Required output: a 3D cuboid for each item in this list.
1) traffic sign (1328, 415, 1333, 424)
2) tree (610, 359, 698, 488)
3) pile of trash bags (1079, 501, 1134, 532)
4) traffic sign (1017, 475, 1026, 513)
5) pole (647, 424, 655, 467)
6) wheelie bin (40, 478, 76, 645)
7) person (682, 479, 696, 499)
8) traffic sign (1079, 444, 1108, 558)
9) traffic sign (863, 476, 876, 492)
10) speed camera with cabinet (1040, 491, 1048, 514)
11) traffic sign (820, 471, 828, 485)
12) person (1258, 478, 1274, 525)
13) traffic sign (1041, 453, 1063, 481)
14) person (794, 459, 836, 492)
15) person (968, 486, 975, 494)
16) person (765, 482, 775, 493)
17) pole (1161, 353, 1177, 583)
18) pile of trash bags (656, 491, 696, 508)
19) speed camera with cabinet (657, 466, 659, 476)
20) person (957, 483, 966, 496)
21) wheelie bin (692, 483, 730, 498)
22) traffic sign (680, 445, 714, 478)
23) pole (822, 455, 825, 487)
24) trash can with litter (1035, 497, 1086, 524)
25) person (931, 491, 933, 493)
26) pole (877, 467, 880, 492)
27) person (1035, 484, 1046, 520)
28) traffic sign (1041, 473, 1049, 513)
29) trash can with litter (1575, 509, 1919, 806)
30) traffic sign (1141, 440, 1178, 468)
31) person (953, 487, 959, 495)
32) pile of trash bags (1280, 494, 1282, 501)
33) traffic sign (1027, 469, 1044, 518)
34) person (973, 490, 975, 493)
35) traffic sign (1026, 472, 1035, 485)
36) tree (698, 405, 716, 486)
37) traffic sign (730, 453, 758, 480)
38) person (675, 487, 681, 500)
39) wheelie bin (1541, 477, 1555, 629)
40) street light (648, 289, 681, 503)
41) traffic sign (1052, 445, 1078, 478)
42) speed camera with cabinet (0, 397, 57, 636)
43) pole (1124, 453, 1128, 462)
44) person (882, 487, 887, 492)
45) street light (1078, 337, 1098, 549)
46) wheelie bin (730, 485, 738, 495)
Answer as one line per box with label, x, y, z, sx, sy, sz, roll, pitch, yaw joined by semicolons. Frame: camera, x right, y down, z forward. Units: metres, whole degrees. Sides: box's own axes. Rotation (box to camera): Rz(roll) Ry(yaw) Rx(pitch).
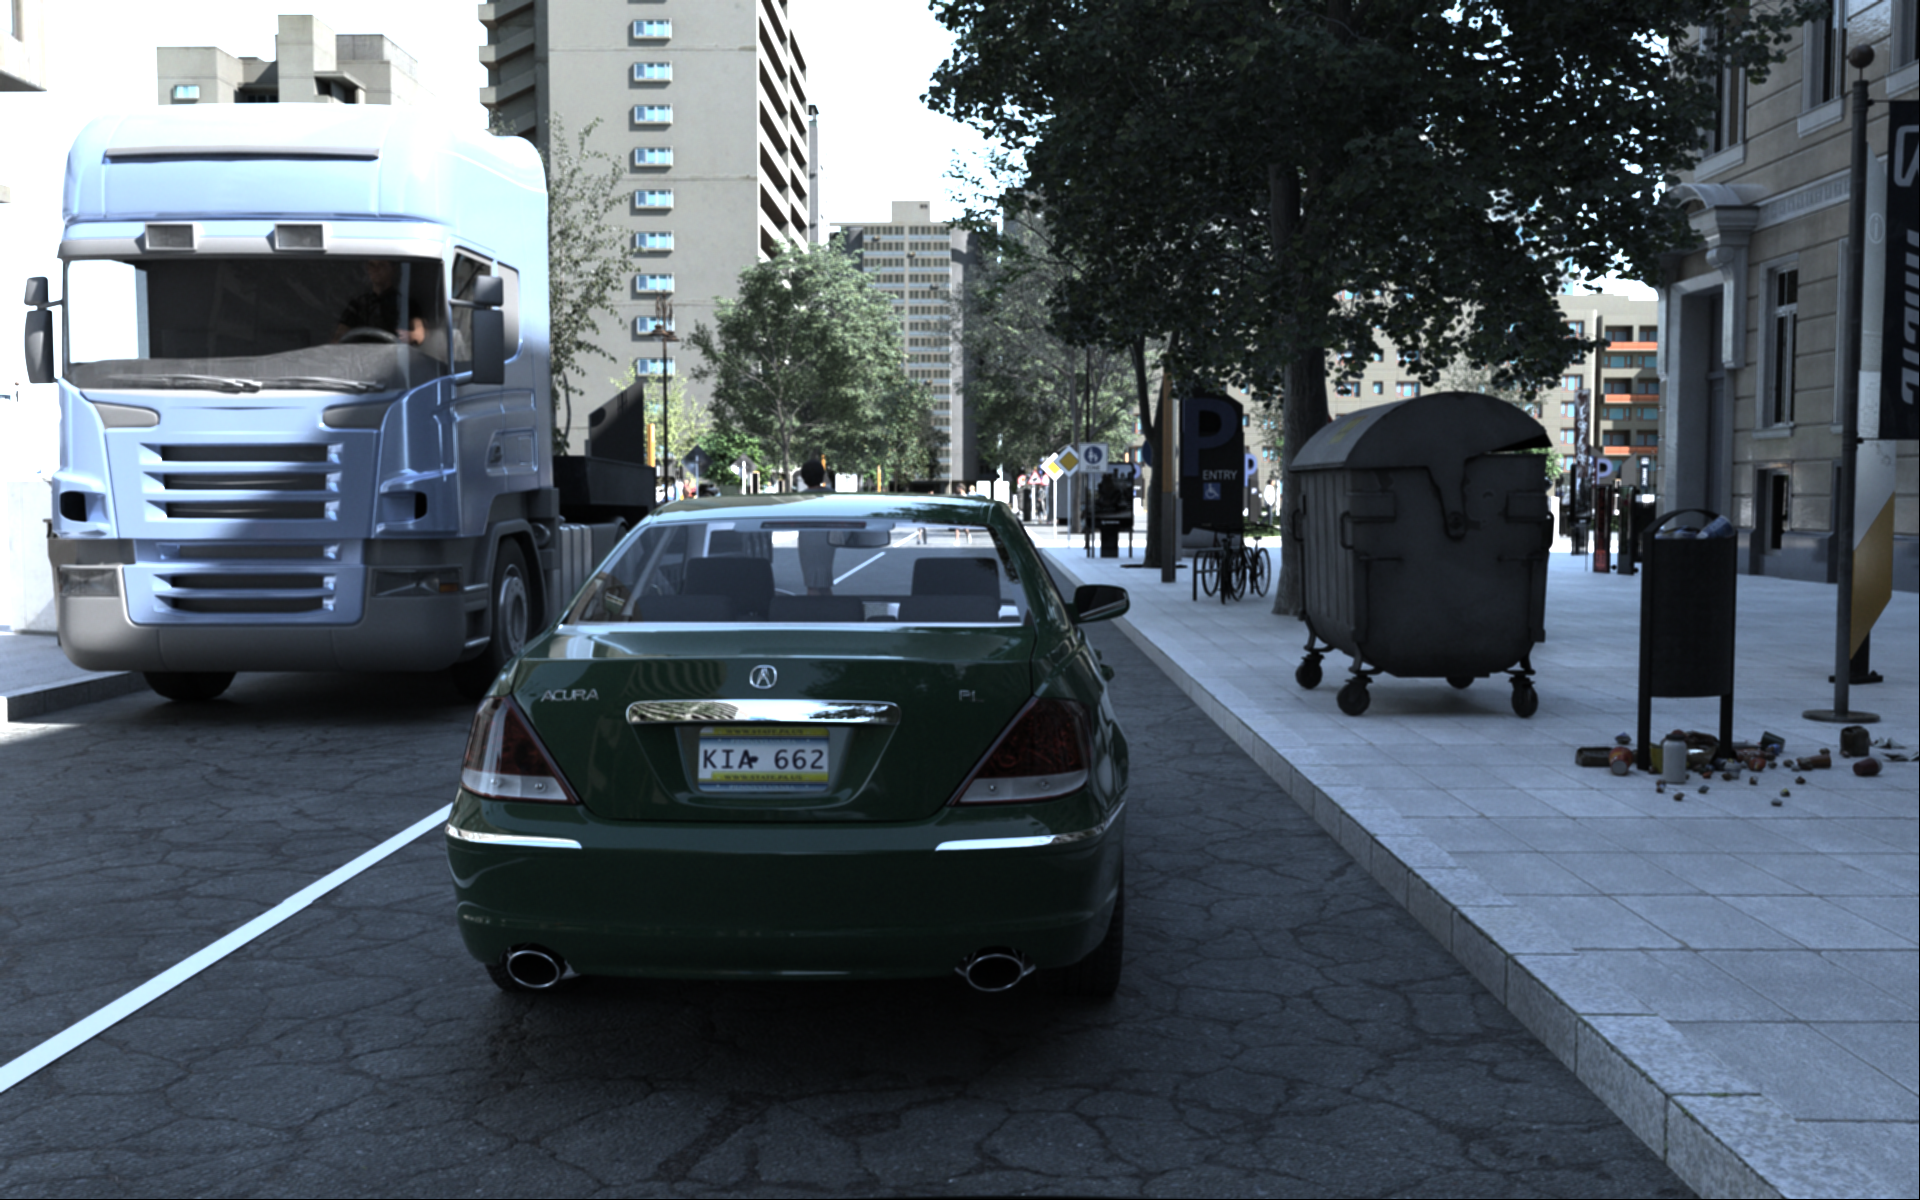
traffic sign;5.146;-1.513;24.742;0.884;2.594;0.081;0;4;2
tree;-17.235;-8.815;94.481;4.737;8.622;4.395;0;3;0
pile of trash bags;5.017;-3.033;59.350;1.912;1.369;3.447;0;4;6
traffic sign;4.180;-7.006;114.652;0.768;2.556;0.104;0;4;5
pole;-9.012;-3.468;50.541;0.158;3.312;0.155;0;3;0
wheelie bin;-7.305;-0.413;14.660;0.980;1.594;0.693;3;5;39
person;-9.908;-3.509;63.382;0.580;1.828;0.573;0;4;-2
traffic sign;2.664;-1.989;34.650;0.606;2.300;0.079;1;4;10
traffic sign;-6.423;-7.510;122.797;0.884;2.594;0.081;0;4;1
speed camera with cabinet;5.858;-7.044;109.498;2.038;3.252;0.660;3;4;38
traffic sign;-7.090;-5.370;87.904;0.768;2.556;0.104;0;4;7
person;10.890;-3.397;61.433;0.795;1.843;0.661;2;4;27
traffic sign;2.685;-2.846;48.715;0.795;2.593;0.064;0;4;1
person;-1.407;-0.524;17.426;0.716;1.782;0.532;-2;4;-30
person;0.528;-4.071;75.292;0.641;1.798;0.478;-3;4;-38
person;-7.871;-3.998;71.640;0.478;1.798;0.641;1;4;9
pole;3.035;-1.912;25.102;0.158;3.312;0.155;0;3;0
pile of trash bags;-10.077;-2.945;57.902;3.447;1.369;1.912;1;4;16
speed camera with cabinet;-21.357;-7.806;121.958;0.660;3.252;2.038;0;4;-3
person;0.034;-2.412;48.679;0.466;1.731;0.760;2;4;26
wheelie bin;-7.375;-2.611;50.596;0.693;1.594;0.980;2;4;29
traffic sign;-6.210;-2.365;40.863;0.795;2.593;0.064;0;4;1
pole;-7.011;-5.823;89.052;0.158;3.312;0.155;0;3;0
trash can with litter;4.134;-3.957;75.756;2.233;1.210;1.678;-1;4;-11
person;-2.713;-9.213;159.942;0.742;1.727;0.445;3;5;43
pole;-5.817;-7.947;123.771;0.158;3.312;0.155;0;3;0
person;3.935;-4.794;84.700;0.520;1.790;0.573;0;4;-5
traffic sign;5.111;-6.303;103.050;0.884;2.594;0.081;0;4;1
trash can with litter;3.808;0.178;8.153;2.233;1.210;1.678;-1;4;-22
traffic sign;4.186;-2.218;36.370;0.768;2.556;0.104;0;4;4
person;-0.250;-4.400;81.027;0.643;1.750;0.593;0;4;-6
pile of trash bags;23.381;-6.581;117.350;3.447;1.369;1.912;-1;4;-10
traffic sign;3.961;-5.570;91.070;0.884;2.594;0.081;0;4;8
person;1.108;-7.302;128.407;1.217;1.766;0.721;3;4;36
traffic sign;4.254;-6.220;101.810;0.768;2.556;0.104;0;4;4
tree;-16.497;-9.249;101.587;4.737;8.622;4.395;0;3;0
traffic sign;-6.108;-2.854;48.848;0.795;2.593;0.064;0;4;1
person;-11.887;-4.031;71.819;0.638;1.841;0.748;-1;4;-13
wheelie bin;4.893;-0.457;15.387;0.693;1.594;0.980;0;4;7
street light;-6.676;-4.066;39.260;0.468;5.910;1.993;0;4;1
traffic sign;2.583;-2.357;40.731;0.795;2.593;0.064;0;4;1
speed camera with cabinet;-8.667;-1.332;16.122;2.038;3.252;0.660;2;4;27
pole;8.294;-5.674;86.614;0.158;3.312;0.155;0;3;0
person;-3.504;-4.409;80.936;0.624;1.780;0.694;2;4;28
street light;2.976;-4.131;40.330;0.468;5.910;1.993;0;4;1
wheelie bin;-8.396;-3.333;62.397;0.980;1.594;0.693;-2;4;-25
